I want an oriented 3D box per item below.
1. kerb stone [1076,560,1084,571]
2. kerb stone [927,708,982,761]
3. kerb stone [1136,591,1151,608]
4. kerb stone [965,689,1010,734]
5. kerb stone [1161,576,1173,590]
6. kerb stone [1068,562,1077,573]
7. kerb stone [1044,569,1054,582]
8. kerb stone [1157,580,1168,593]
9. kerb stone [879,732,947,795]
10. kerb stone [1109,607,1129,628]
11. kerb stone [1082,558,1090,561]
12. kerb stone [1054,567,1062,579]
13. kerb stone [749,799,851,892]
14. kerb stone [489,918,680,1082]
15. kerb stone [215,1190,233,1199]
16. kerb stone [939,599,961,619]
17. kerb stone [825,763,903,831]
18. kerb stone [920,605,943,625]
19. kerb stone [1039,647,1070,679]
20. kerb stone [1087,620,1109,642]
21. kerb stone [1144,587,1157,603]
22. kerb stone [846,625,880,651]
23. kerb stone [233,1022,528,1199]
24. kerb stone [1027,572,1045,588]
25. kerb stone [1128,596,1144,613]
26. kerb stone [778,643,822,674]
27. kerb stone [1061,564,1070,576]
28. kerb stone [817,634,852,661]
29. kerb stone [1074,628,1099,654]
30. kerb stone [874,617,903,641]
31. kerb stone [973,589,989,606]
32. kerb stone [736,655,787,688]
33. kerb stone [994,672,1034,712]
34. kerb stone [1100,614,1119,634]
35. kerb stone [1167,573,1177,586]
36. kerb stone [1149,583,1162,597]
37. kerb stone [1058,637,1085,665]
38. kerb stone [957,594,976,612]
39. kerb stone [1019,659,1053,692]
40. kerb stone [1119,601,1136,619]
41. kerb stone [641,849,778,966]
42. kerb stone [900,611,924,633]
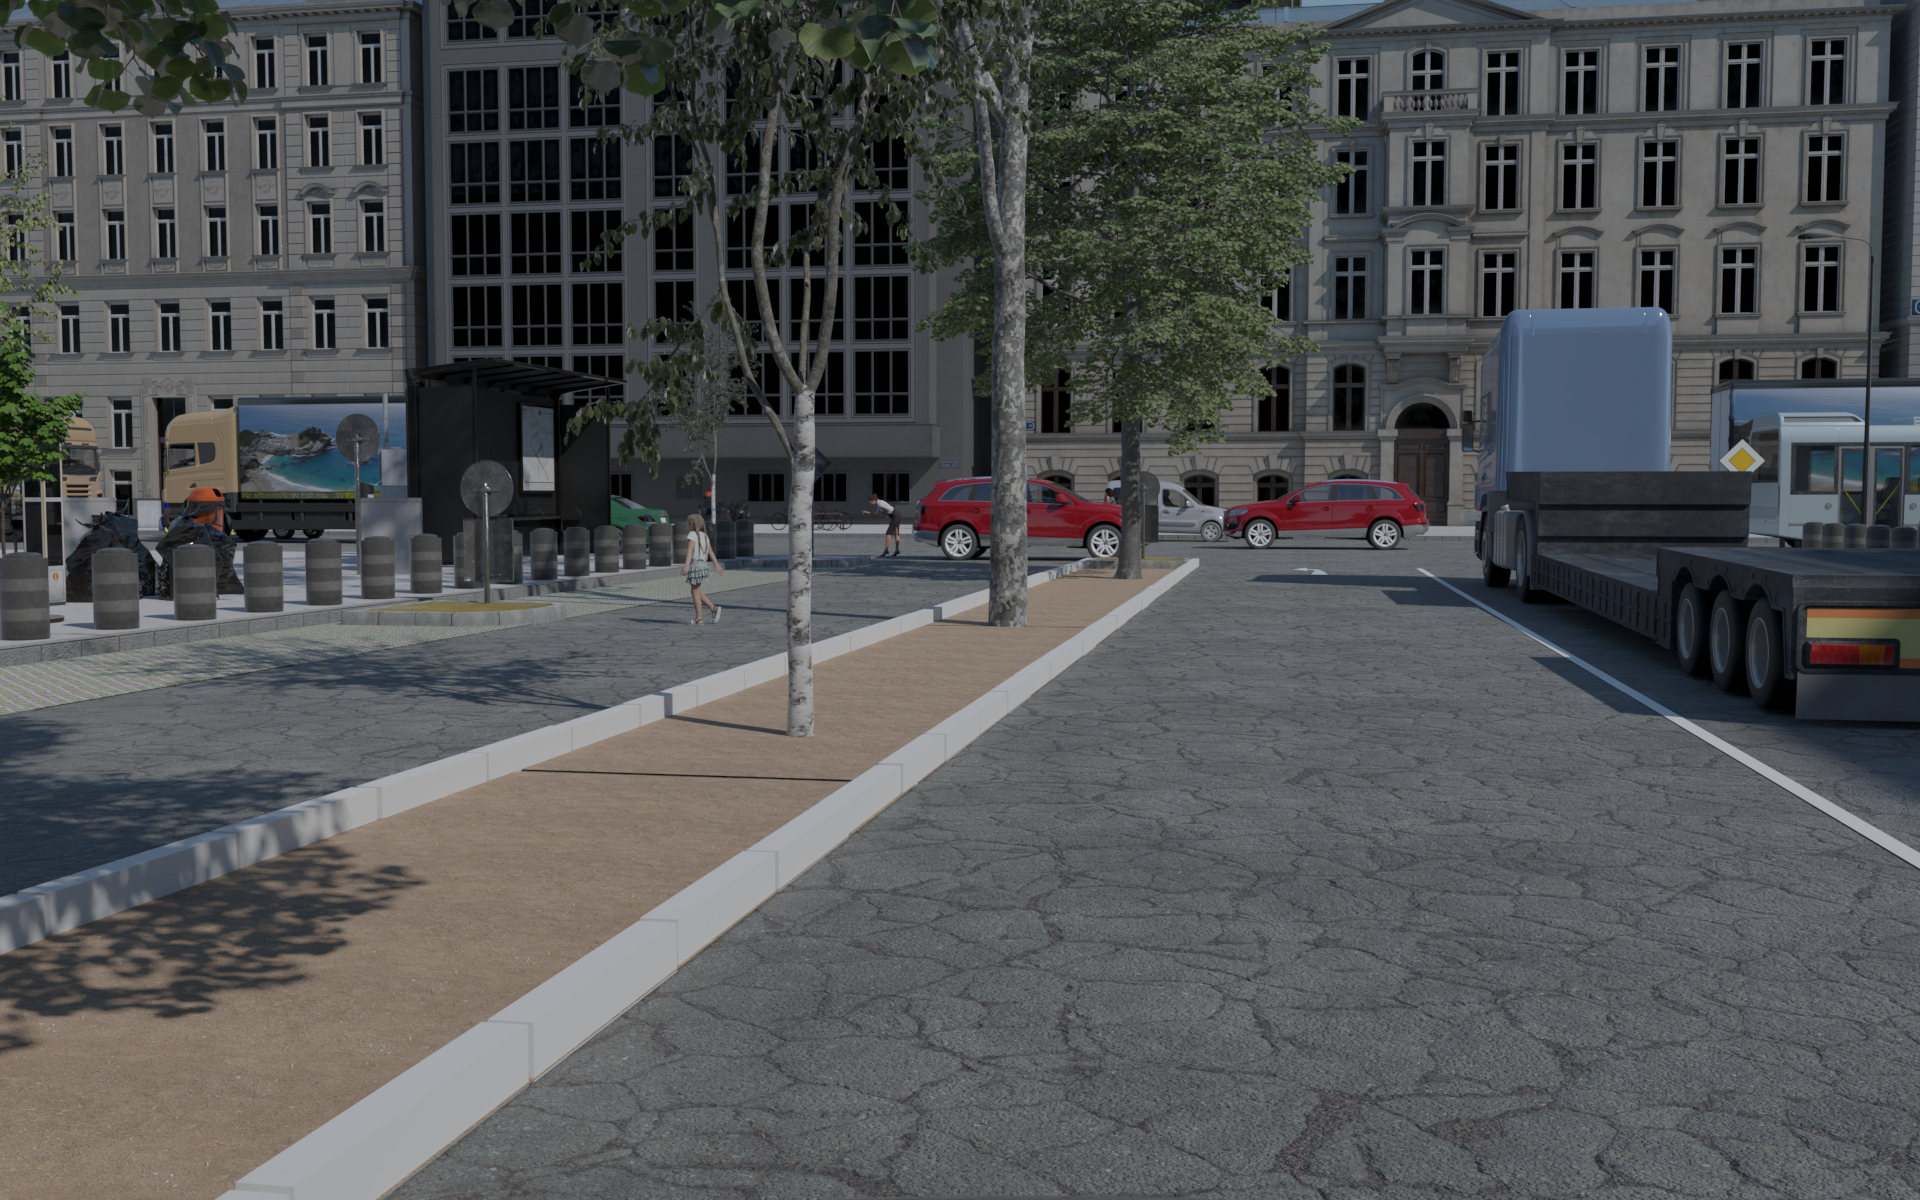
[{"bbox_3d":[2.136,-0.616,32.280,0.120,0.150,1.000,1,4,11],"label":"kerb stone"},{"bbox_3d":[-0.037,0.760,9.764,0.120,0.150,1.000,1,4,11],"label":"kerb stone"},{"bbox_3d":[2.284,0.020,21.863,0.120,0.150,1.000,1,4,11],"label":"kerb stone"},{"bbox_3d":[0.155,0.701,10.773,0.120,0.150,1.000,1,4,11],"label":"kerb stone"},{"bbox_3d":[3.053,-0.227,25.903,0.120,0.150,1.000,1,4,11],"label":"kerb stone"},{"bbox_3d":[1.949,-0.555,31.272,0.120,0.150,1.000,1,4,11],"label":"kerb stone"},{"bbox_3d":[1.361,-0.371,28.253,0.120,0.150,1.000,1,4,11],"label":"kerb stone"},{"bbox_3d":[2.858,-0.158,24.898,0.120,0.150,1.000,1,4,11],"label":"kerb stone"},{"bbox_3d":[-0.235,0.822,8.748,0.120,0.150,1.000,1,4,11],"label":"kerb stone"},{"bbox_3d":[1.702,0.206,18.840,0.120,0.150,1.000,1,4,11],"label":"kerb stone"},{"bbox_3d":[2.323,-0.672,33.287,0.120,0.150,1.000,1,4,11],"label":"kerb stone"},{"bbox_3d":[1.559,-0.431,29.259,0.120,0.150,1.000,1,4,11],"label":"kerb stone"},{"bbox_3d":[-0.617,0.948,6.735,0.120,0.150,1.000,1,4,11],"label":"kerb stone"},{"bbox_3d":[-1.002,1.071,4.717,0.120,0.150,1.000,1,4,11],"label":"kerb stone"},{"bbox_3d":[-1.384,1.195,2.704,0.120,0.150,1.000,1,4,11],"label":"kerb stone"},{"bbox_3d":[-0.172,0.123,20.186,0.120,0.150,1.000,1,4,11],"label":"kerb stone"},{"bbox_3d":[-0.435,0.891,7.743,0.120,0.150,1.000,1,4,11],"label":"kerb stone"},{"bbox_3d":[-0.372,0.187,19.182,0.120,0.150,1.000,1,4,11],"label":"kerb stone"},{"bbox_3d":[0.735,0.513,13.806,0.120,0.150,1.000,1,4,11],"label":"kerb stone"},{"bbox_3d":[1.312,0.328,16.826,0.120,0.150,1.000,1,4,11],"label":"kerb stone"},{"bbox_3d":[2.472,-0.035,22.876,0.120,0.150,1.000,1,4,11],"label":"kerb stone"},{"bbox_3d":[-0.948,0.369,16.161,0.120,0.150,1.000,1,4,11],"label":"kerb stone"},{"bbox_3d":[-1.197,1.131,3.711,0.120,0.150,1.000,1,4,11],"label":"kerb stone"},{"bbox_3d":[1.166,-0.309,27.243,0.120,0.150,1.000,1,4,11],"label":"kerb stone"},{"bbox_3d":[2.082,0.086,20.859,0.120,0.150,1.000,1,4,11],"label":"kerb stone"},{"bbox_3d":[-1.336,0.492,14.149,0.120,0.150,1.000,1,4,11],"label":"kerb stone"},{"bbox_3d":[1.751,-0.488,30.267,0.120,0.150,1.000,1,4,11],"label":"kerb stone"},{"bbox_3d":[-1.148,0.433,15.156,0.120,0.150,1.000,1,4,11],"label":"kerb stone"},{"bbox_3d":[1.127,0.392,15.818,0.120,0.150,1.000,1,4,11],"label":"kerb stone"},{"bbox_3d":[-0.761,0.309,17.168,0.120,0.150,1.000,1,4,11],"label":"kerb stone"},{"bbox_3d":[0.203,0.000,22.206,0.120,0.150,1.000,1,4,11],"label":"kerb stone"},{"bbox_3d":[-1.534,0.554,13.135,0.120,0.150,1.000,1,4,11],"label":"kerb stone"},{"bbox_3d":[0.351,0.637,11.784,0.120,0.150,1.000,1,4,11],"label":"kerb stone"},{"bbox_3d":[1.502,0.276,17.835,0.120,0.150,1.000,1,4,11],"label":"kerb stone"},{"bbox_3d":[3.244,-0.289,26.915,0.120,0.150,1.000,1,4,11],"label":"kerb stone"},{"bbox_3d":[2.658,-0.102,23.889,0.120,0.150,1.000,1,4,11],"label":"kerb stone"},{"bbox_3d":[0.928,0.454,14.813,0.120,0.150,1.000,1,4,11],"label":"kerb stone"},{"bbox_3d":[0.013,0.061,21.194,0.120,0.150,1.000,1,4,11],"label":"kerb stone"},{"bbox_3d":[0.539,0.575,12.793,0.120,0.150,1.000,1,4,11],"label":"kerb stone"},{"bbox_3d":[1.888,0.149,19.853,0.120,0.150,1.000,1,4,11],"label":"kerb stone"},{"bbox_3d":[-0.815,1.007,5.724,0.120,0.150,1.000,1,4,11],"label":"kerb stone"},{"bbox_3d":[-0.564,0.246,18.175,0.120,0.150,1.000,1,4,11],"label":"kerb stone"}]
